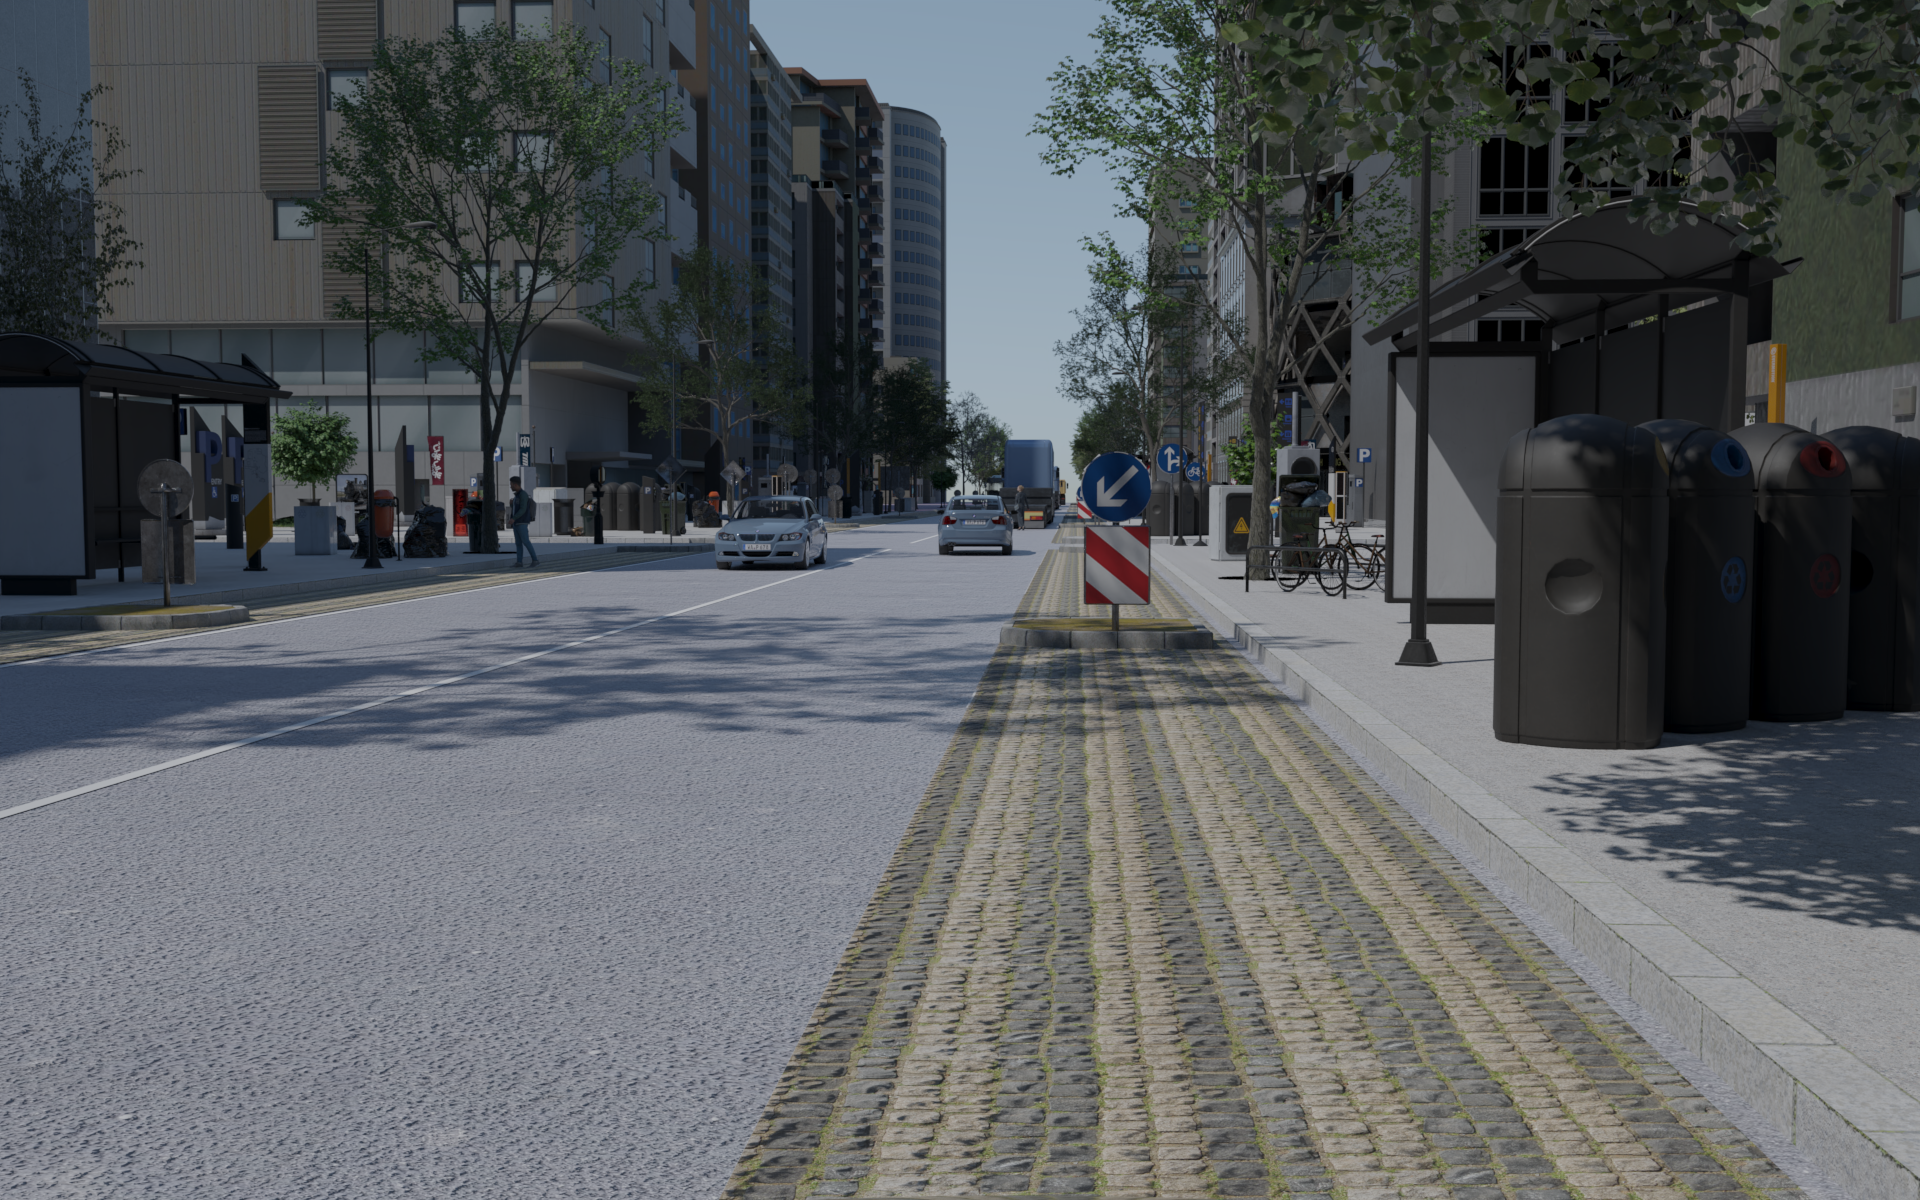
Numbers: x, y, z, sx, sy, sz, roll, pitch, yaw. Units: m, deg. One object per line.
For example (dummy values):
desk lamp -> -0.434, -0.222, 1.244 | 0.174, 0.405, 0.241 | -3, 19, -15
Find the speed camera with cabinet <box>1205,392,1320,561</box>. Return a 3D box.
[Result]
speed camera with cabinet -> 5.862, -2.385, 33.333 | 2.038, 3.252, 0.660 | -1, 4, -12

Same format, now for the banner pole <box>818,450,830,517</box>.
banner pole -> -7.973, -6.782, 100.906 | 0.863, 3.779, 0.401 | 0, 4, 3

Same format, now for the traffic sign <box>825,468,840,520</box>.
traffic sign -> -6.292, -5.228, 85.583 | 0.768, 2.556, 0.104 | 0, 4, 8

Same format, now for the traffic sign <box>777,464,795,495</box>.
traffic sign -> -7.288, -4.425, 72.451 | 0.768, 2.556, 0.104 | 1, 4, 9

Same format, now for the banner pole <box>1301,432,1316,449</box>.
banner pole -> 13.886, -4.866, 69.583 | 0.863, 3.779, 0.401 | 1, 4, 16

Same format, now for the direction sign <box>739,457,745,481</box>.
direction sign -> -13.361, -6.988, 106.252 | 0.379, 3.537, 0.876 | 1, 4, 17

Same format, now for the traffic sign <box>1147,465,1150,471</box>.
traffic sign -> 8.537, -4.777, 78.113 | 0.884, 2.594, 0.081 | 1, 4, 11

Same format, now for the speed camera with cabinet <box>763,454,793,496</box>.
speed camera with cabinet -> -8.932, -5.546, 85.019 | 0.660, 3.252, 2.038 | -3, 4, -36

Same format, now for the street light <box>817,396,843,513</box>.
street light -> -6.216, -6.698, 82.055 | 1.470, 5.913, 1.316 | 0, 4, 4

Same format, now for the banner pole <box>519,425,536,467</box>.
banner pole -> -15.743, -4.482, 63.294 | 0.863, 3.779, 0.401 | 1, 4, 21

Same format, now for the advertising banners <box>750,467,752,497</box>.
advertising banners -> -13.623, -7.065, 111.692 | 0.090, 3.025, 2.074 | 0, 4, 6

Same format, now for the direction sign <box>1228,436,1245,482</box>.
direction sign -> 10.851, -4.620, 67.526 | 0.876, 3.537, 0.379 | 3, 4, 39

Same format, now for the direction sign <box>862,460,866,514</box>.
direction sign -> -6.362, -7.484, 114.368 | 0.379, 3.537, 0.876 | -1, 4, -17

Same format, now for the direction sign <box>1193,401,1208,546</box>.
direction sign -> 5.921, -3.093, 42.561 | 0.379, 3.537, 0.876 | 0, 4, 0

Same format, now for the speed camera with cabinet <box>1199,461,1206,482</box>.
speed camera with cabinet -> 15.517, -6.781, 105.209 | 2.038, 3.252, 0.660 | 0, 4, -8

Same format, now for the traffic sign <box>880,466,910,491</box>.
traffic sign -> -4.765, -8.087, 126.102 | 2.265, 3.308, 0.079 | 1, 4, 9

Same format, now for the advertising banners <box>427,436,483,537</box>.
advertising banners -> -14.957, -3.409, 51.921 | 2.074, 3.025, 0.090 | 0, 4, 6

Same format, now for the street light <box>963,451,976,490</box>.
street light -> 0.863, -13.185, 188.115 | 1.470, 5.913, 1.316 | 0, 4, 4

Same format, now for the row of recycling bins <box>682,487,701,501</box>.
row of recycling bins -> -17.273, -5.896, 103.513 | 3.534, 1.692, 1.069 | 0, 4, -5

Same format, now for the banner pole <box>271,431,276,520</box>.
banner pole -> -27.530, -4.833, 69.029 | 0.401, 3.779, 0.863 | 2, 4, 27

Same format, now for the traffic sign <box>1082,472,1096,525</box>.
traffic sign -> 3.989, -2.899, 51.044 | 0.795, 2.450, 0.064 | 0, 4, 4

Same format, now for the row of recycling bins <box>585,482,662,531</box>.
row of recycling bins -> -11.819, -3.282, 60.774 | 3.534, 1.692, 1.069 | 2, 4, 35

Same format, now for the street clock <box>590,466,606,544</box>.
street clock -> -9.220, -2.421, 44.151 | 0.358, 2.002, 0.471 | 1, 4, 15

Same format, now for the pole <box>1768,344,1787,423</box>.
pole -> 11.134, -1.824, 23.661 | 0.158, 3.312, 0.155 | 0, 3, 0

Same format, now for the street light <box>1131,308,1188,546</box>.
street light -> 4.916, -4.293, 42.728 | 1.470, 5.913, 1.316 | 0, 4, 4

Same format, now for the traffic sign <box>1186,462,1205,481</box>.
traffic sign -> 9.341, -4.197, 68.732 | 0.768, 2.556, 0.104 | 1, 4, 13

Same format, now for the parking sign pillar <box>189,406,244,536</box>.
parking sign pillar -> -23.419, -4.002, 53.901 | 1.447, 3.967, 1.447 | 0, 4, 2

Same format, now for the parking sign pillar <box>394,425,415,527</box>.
parking sign pillar -> -21.963, -4.894, 68.484 | 1.447, 3.967, 1.447 | -2, 4, -32

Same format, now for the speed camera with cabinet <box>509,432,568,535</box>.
speed camera with cabinet -> -13.501, -3.738, 55.454 | 2.038, 3.252, 0.660 | 2, 4, 31

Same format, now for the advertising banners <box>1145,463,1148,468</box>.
advertising banners -> 10.869, -6.149, 96.715 | 2.074, 3.025, 0.090 | -3, 5, -39

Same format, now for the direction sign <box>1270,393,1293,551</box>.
direction sign -> 7.028, -2.872, 38.947 | 0.876, 3.537, 0.379 | 0, 4, 7

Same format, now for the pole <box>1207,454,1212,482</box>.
pole -> 12.759, -5.797, 88.619 | 0.158, 3.312, 0.155 | 0, 3, 0

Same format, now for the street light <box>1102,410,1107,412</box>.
street light -> 8.472, -7.543, 95.872 | 1.470, 5.913, 1.316 | 0, 4, 4

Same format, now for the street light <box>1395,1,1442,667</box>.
street light -> 2.903, -2.467, 12.876 | 1.470, 5.913, 1.316 | 0, 4, 4

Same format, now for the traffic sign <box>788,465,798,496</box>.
traffic sign -> -7.456, -4.622, 75.678 | 0.768, 2.556, 0.104 | 1, 4, 13

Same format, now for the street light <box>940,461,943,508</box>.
street light -> -1.154, -11.348, 158.087 | 1.470, 5.913, 1.316 | 0, 4, 4

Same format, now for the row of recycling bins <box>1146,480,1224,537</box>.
row of recycling bins -> 7.064, -2.843, 53.592 | 1.069, 1.692, 3.534 | 3, 5, 44

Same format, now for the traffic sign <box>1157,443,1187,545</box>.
traffic sign -> 5.330, -2.659, 43.583 | 0.768, 2.556, 0.104 | 1, 4, 9

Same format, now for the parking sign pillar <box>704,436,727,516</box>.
parking sign pillar -> -11.400, -5.653, 80.899 | 1.447, 3.967, 1.447 | -3, 5, -42

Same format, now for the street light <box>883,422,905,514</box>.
street light -> -4.259, -8.513, 111.728 | 1.470, 5.913, 1.316 | 0, 4, 4

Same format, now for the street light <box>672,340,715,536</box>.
street light -> -8.092, -4.883, 52.376 | 1.470, 5.913, 1.316 | 0, 4, 4

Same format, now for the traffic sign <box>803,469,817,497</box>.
traffic sign -> -7.624, -5.398, 88.366 | 0.768, 2.556, 0.104 | 0, 4, 6

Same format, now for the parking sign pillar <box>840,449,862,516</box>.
parking sign pillar -> -6.515, -6.950, 102.102 | 1.447, 3.967, 1.447 | 3, 5, 43

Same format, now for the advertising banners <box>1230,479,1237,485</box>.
advertising banners -> 14.172, -5.483, 85.831 | 2.074, 3.025, 0.090 | 3, 5, 44

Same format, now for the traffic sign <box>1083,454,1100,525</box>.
traffic sign -> 3.457, -2.412, 43.076 | 0.795, 2.450, 0.064 | 0, 4, 4

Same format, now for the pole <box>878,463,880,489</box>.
pole -> -5.215, -7.222, 111.917 | 0.158, 3.312, 0.155 | 0, 3, 0

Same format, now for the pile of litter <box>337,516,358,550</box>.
pile of litter -> -14.319, -1.617, 40.399 | 1.176, 0.858, 1.719 | -2, 4, -29

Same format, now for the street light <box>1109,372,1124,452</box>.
street light -> 6.457, -5.709, 65.888 | 1.470, 5.913, 1.316 | 0, 4, 4

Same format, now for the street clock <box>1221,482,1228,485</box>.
street clock -> 15.595, -5.972, 102.216 | 0.358, 2.002, 0.471 | -3, 5, -40

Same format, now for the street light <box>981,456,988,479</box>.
street light -> 2.401, -14.587, 211.043 | 1.470, 5.913, 1.316 | 0, 4, 4

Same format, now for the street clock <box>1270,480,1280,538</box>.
street clock -> 9.387, -2.839, 50.991 | 0.471, 2.002, 0.358 | 2, 4, 27

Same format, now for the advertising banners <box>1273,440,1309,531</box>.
advertising banners -> 10.418, -3.666, 56.123 | 2.074, 3.025, 0.090 | -2, 4, -24

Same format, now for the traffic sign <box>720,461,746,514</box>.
traffic sign -> -6.780, -2.944, 51.780 | 0.795, 2.450, 0.064 | 0, 4, 4

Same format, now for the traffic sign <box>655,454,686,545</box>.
traffic sign -> -7.312, -2.457, 43.813 | 0.795, 2.450, 0.064 | 0, 4, 4

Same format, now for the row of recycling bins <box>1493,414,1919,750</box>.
row of recycling bins -> 4.306, -0.165, 9.805 | 3.534, 1.692, 1.069 | -2, 4, -34

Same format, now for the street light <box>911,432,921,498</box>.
street light -> -3.082, -9.533, 128.412 | 1.470, 5.913, 1.316 | 0, 4, 4

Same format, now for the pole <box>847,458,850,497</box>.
pole -> -6.353, -6.401, 98.503 | 0.158, 3.312, 0.155 | 0, 3, 0
